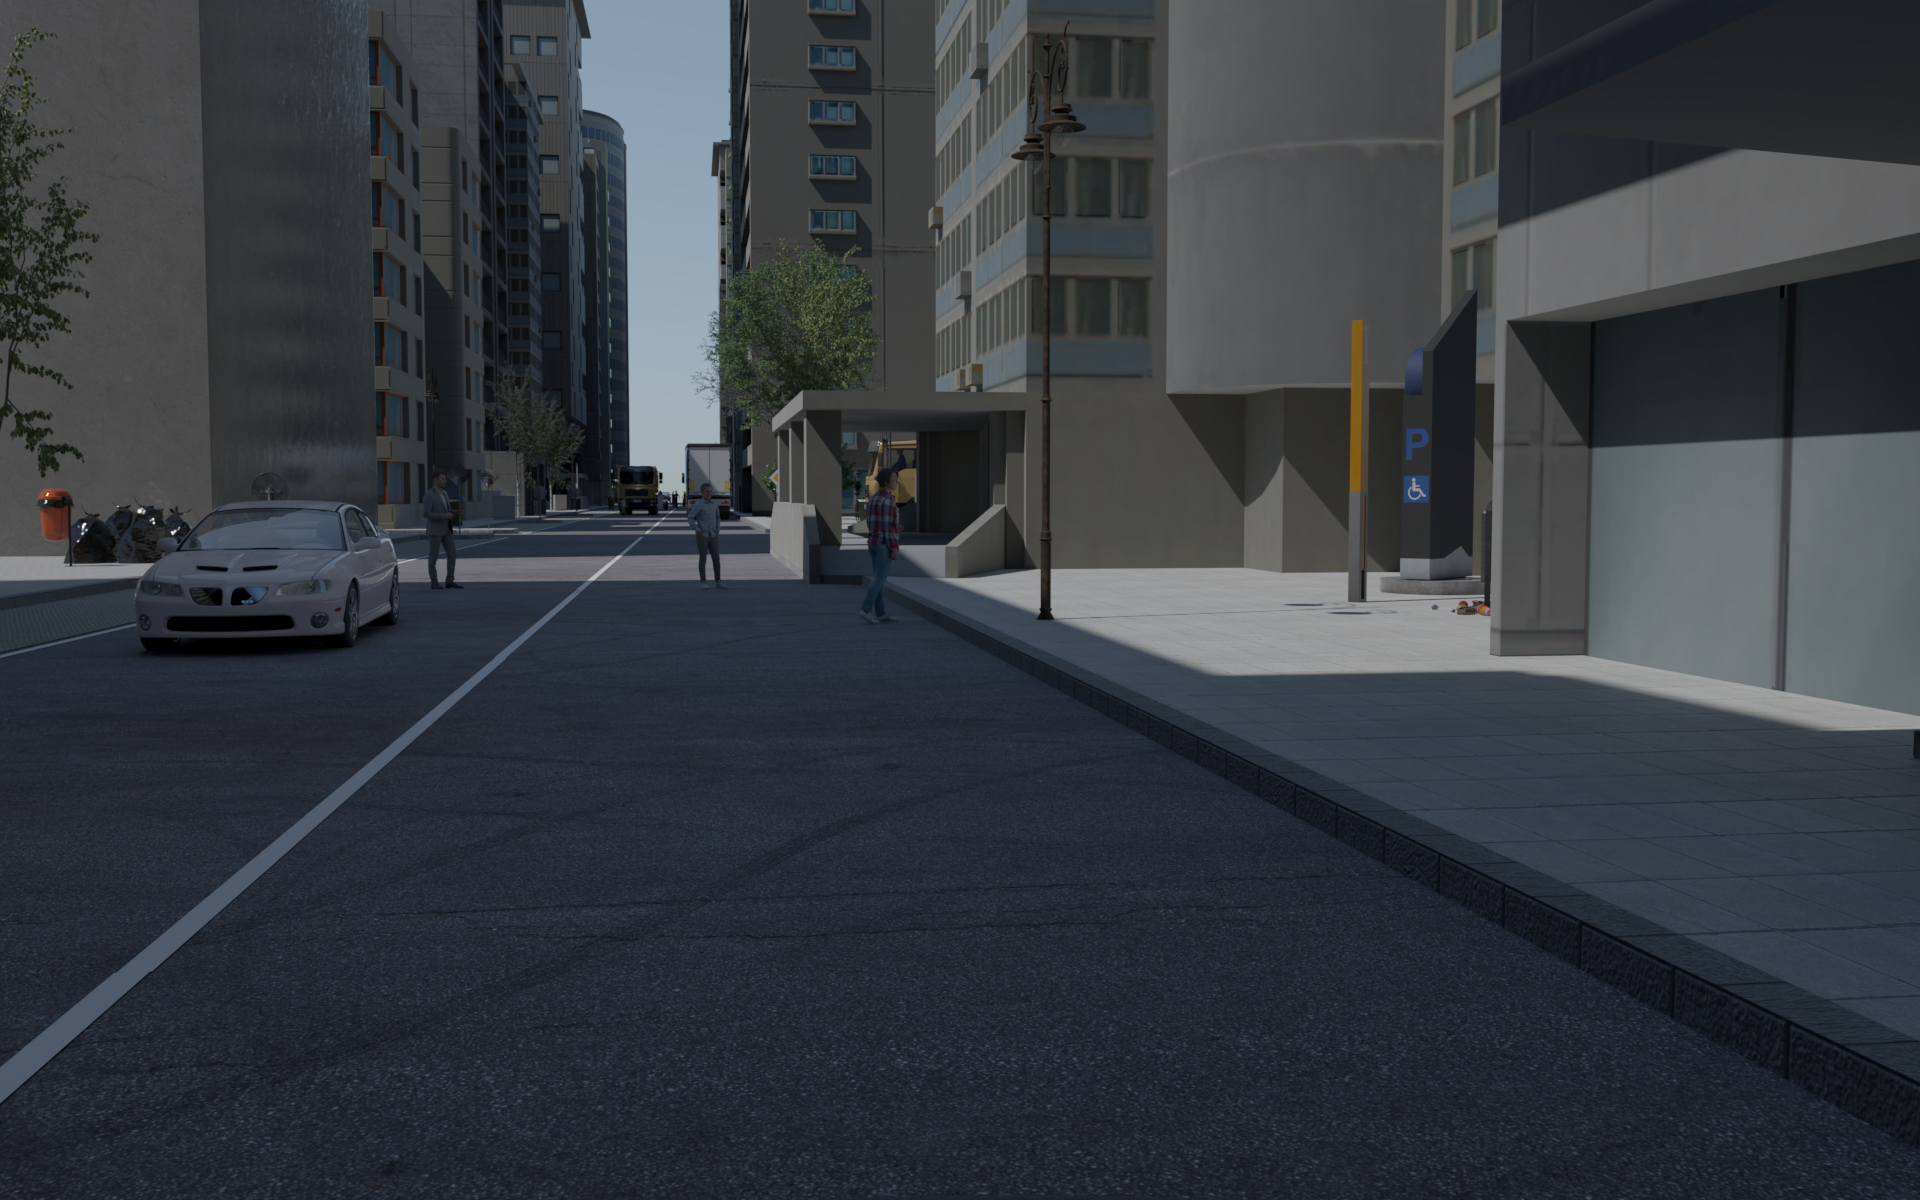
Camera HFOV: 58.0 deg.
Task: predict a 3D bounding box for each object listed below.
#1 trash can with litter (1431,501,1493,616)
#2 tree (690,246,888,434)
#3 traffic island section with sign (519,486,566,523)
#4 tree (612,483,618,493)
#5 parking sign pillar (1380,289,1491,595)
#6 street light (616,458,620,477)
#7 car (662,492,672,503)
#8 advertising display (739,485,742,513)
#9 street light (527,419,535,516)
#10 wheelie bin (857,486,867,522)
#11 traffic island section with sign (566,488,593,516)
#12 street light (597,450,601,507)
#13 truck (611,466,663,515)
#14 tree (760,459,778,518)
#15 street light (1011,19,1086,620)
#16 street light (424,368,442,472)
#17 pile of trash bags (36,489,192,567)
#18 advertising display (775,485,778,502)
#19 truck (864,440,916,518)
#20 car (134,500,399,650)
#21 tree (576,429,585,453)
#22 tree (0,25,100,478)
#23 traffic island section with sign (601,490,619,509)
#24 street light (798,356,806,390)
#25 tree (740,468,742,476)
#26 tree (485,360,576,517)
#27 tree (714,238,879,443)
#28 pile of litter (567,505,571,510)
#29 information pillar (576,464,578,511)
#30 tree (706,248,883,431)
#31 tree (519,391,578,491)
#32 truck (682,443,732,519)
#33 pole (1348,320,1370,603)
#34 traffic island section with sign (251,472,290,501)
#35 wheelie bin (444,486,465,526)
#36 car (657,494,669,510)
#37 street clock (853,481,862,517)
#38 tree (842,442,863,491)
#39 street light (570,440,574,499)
[{"bbox_3d":[6.013,-0.478,18.866,1.678,1.210,2.233,2,4,30],"label":"trash can with litter"},{"bbox_3d":[-8.475,-10.744,86.040,12.009,13.543,11.850,0,3,0],"label":"tree"},{"bbox_3d":[-20.680,-4.698,85.436,1.989,1.847,2.006,-1,4,-9],"label":"traffic island section with sign"},{"bbox_3d":[-43.071,-13.366,213.136,1.663,3.219,1.824,0,3,0],"label":"tree"},{"bbox_3d":[6.230,-2.083,22.526,1.447,3.967,1.447,3,5,40],"label":"parking sign pillar"},{"bbox_3d":[-43.764,-15.212,221.506,0.468,5.910,1.993,-1,4,-9],"label":"street light"},{"bbox_3d":[-49.577,-17.267,290.993,2.281,1.827,5.304,-1,4,-10],"label":"car"},{"bbox_3d":[-14.933,-6.882,117.741,0.123,1.923,0.974,0,4,-5],"label":"advertising display"},{"bbox_3d":[-25.540,-7.985,103.347,0.468,5.910,1.993,-1,4,-9],"label":"street light"},{"bbox_3d":[-3.580,-3.660,67.744,0.693,1.594,0.980,-3,5,-41],"label":"wheelie bin"},{"bbox_3d":[-24.828,-6.336,112.220,1.989,1.847,2.006,-1,4,-9],"label":"traffic island section with sign"},{"bbox_3d":[-37.096,-12.569,178.291,0.468,5.910,1.993,-1,4,-9],"label":"street light"},{"bbox_3d":[-22.332,-7.610,120.352,3.469,3.379,9.791,-1,4,-9],"label":"truck"},{"bbox_3d":[-9.990,-6.119,94.653,1.663,3.219,1.824,0,3,0],"label":"tree"},{"bbox_3d":[0.875,-2.736,17.527,0.468,5.910,1.993,-1,4,-9],"label":"street light"},{"bbox_3d":[-19.307,-5.554,63.595,0.468,5.910,1.993,-1,4,-9],"label":"street light"},{"bbox_3d":[-15.712,-1.363,32.045,1.912,1.369,3.447,1,4,11],"label":"pile of trash bags"},{"bbox_3d":[-7.817,-4.434,77.715,0.974,1.923,0.123,-1,4,-8],"label":"advertising display"},{"bbox_3d":[0.638,-4.074,62.527,9.791,3.379,3.469,0,4,-7],"label":"truck"},{"bbox_3d":[-6.850,-0.315,17.506,2.083,1.381,4.827,-1,4,-10],"label":"car"},{"bbox_3d":[-30.096,-10.867,128.040,4.360,8.622,3.978,0,3,0],"label":"tree"},{"bbox_3d":[-14.447,-4.573,25.130,4.737,8.622,4.395,0,3,0],"label":"tree"},{"bbox_3d":[-32.506,-9.374,161.886,1.989,1.847,2.006,-1,4,-9],"label":"traffic island section with sign"},{"bbox_3d":[-5.040,-5.130,56.663,0.468,5.910,1.993,-1,4,-9],"label":"street light"},{"bbox_3d":[-14.041,-8.515,122.927,4.285,4.588,4.351,0,3,0],"label":"tree"},{"bbox_3d":[-24.364,-8.926,96.307,4.360,8.622,3.978,0,3,0],"label":"tree"},{"bbox_3d":[-4.088,-6.035,49.040,4.737,8.622,4.395,0,3,0],"label":"tree"},{"bbox_3d":[-31.468,-7.533,137.127,1.719,0.858,1.176,-1,4,-16],"label":"pile of litter"},{"bbox_3d":[-29.544,-8.694,133.503,0.183,3.616,0.504,-1,4,-10],"label":"information pillar"},{"bbox_3d":[-6.897,-8.969,72.394,9.928,11.665,9.643,0,3,0],"label":"tree"},{"bbox_3d":[-29.381,-10.516,122.294,4.737,8.622,4.395,0,3,0],"label":"tree"},{"bbox_3d":[-14.774,-6.866,101.174,2.839,4.237,11.283,-1,4,-10],"label":"truck"},{"bbox_3d":[4.711,-1.627,20.438,0.158,3.312,0.155,0,3,0],"label":"pole"},{"bbox_3d":[-12.198,-1.337,30.487,1.989,1.847,2.006,-1,4,-9],"label":"traffic island section with sign"},{"bbox_3d":[-20.267,-3.742,69.097,0.980,1.594,0.693,-2,4,-25],"label":"wheelie bin"},{"bbox_3d":[-27.321,-8.985,156.695,2.009,1.686,4.222,-1,4,-9],"label":"car"},{"bbox_3d":[-5.634,-5.522,94.858,0.471,2.002,0.358,-3,5,-43],"label":"street clock"},{"bbox_3d":[-4.036,-3.646,54.217,1.663,3.219,1.824,0,3,0],"label":"tree"},{"bbox_3d":[-31.048,-10.155,138.819,0.468,5.910,1.993,-1,4,-9],"label":"street light"}]
